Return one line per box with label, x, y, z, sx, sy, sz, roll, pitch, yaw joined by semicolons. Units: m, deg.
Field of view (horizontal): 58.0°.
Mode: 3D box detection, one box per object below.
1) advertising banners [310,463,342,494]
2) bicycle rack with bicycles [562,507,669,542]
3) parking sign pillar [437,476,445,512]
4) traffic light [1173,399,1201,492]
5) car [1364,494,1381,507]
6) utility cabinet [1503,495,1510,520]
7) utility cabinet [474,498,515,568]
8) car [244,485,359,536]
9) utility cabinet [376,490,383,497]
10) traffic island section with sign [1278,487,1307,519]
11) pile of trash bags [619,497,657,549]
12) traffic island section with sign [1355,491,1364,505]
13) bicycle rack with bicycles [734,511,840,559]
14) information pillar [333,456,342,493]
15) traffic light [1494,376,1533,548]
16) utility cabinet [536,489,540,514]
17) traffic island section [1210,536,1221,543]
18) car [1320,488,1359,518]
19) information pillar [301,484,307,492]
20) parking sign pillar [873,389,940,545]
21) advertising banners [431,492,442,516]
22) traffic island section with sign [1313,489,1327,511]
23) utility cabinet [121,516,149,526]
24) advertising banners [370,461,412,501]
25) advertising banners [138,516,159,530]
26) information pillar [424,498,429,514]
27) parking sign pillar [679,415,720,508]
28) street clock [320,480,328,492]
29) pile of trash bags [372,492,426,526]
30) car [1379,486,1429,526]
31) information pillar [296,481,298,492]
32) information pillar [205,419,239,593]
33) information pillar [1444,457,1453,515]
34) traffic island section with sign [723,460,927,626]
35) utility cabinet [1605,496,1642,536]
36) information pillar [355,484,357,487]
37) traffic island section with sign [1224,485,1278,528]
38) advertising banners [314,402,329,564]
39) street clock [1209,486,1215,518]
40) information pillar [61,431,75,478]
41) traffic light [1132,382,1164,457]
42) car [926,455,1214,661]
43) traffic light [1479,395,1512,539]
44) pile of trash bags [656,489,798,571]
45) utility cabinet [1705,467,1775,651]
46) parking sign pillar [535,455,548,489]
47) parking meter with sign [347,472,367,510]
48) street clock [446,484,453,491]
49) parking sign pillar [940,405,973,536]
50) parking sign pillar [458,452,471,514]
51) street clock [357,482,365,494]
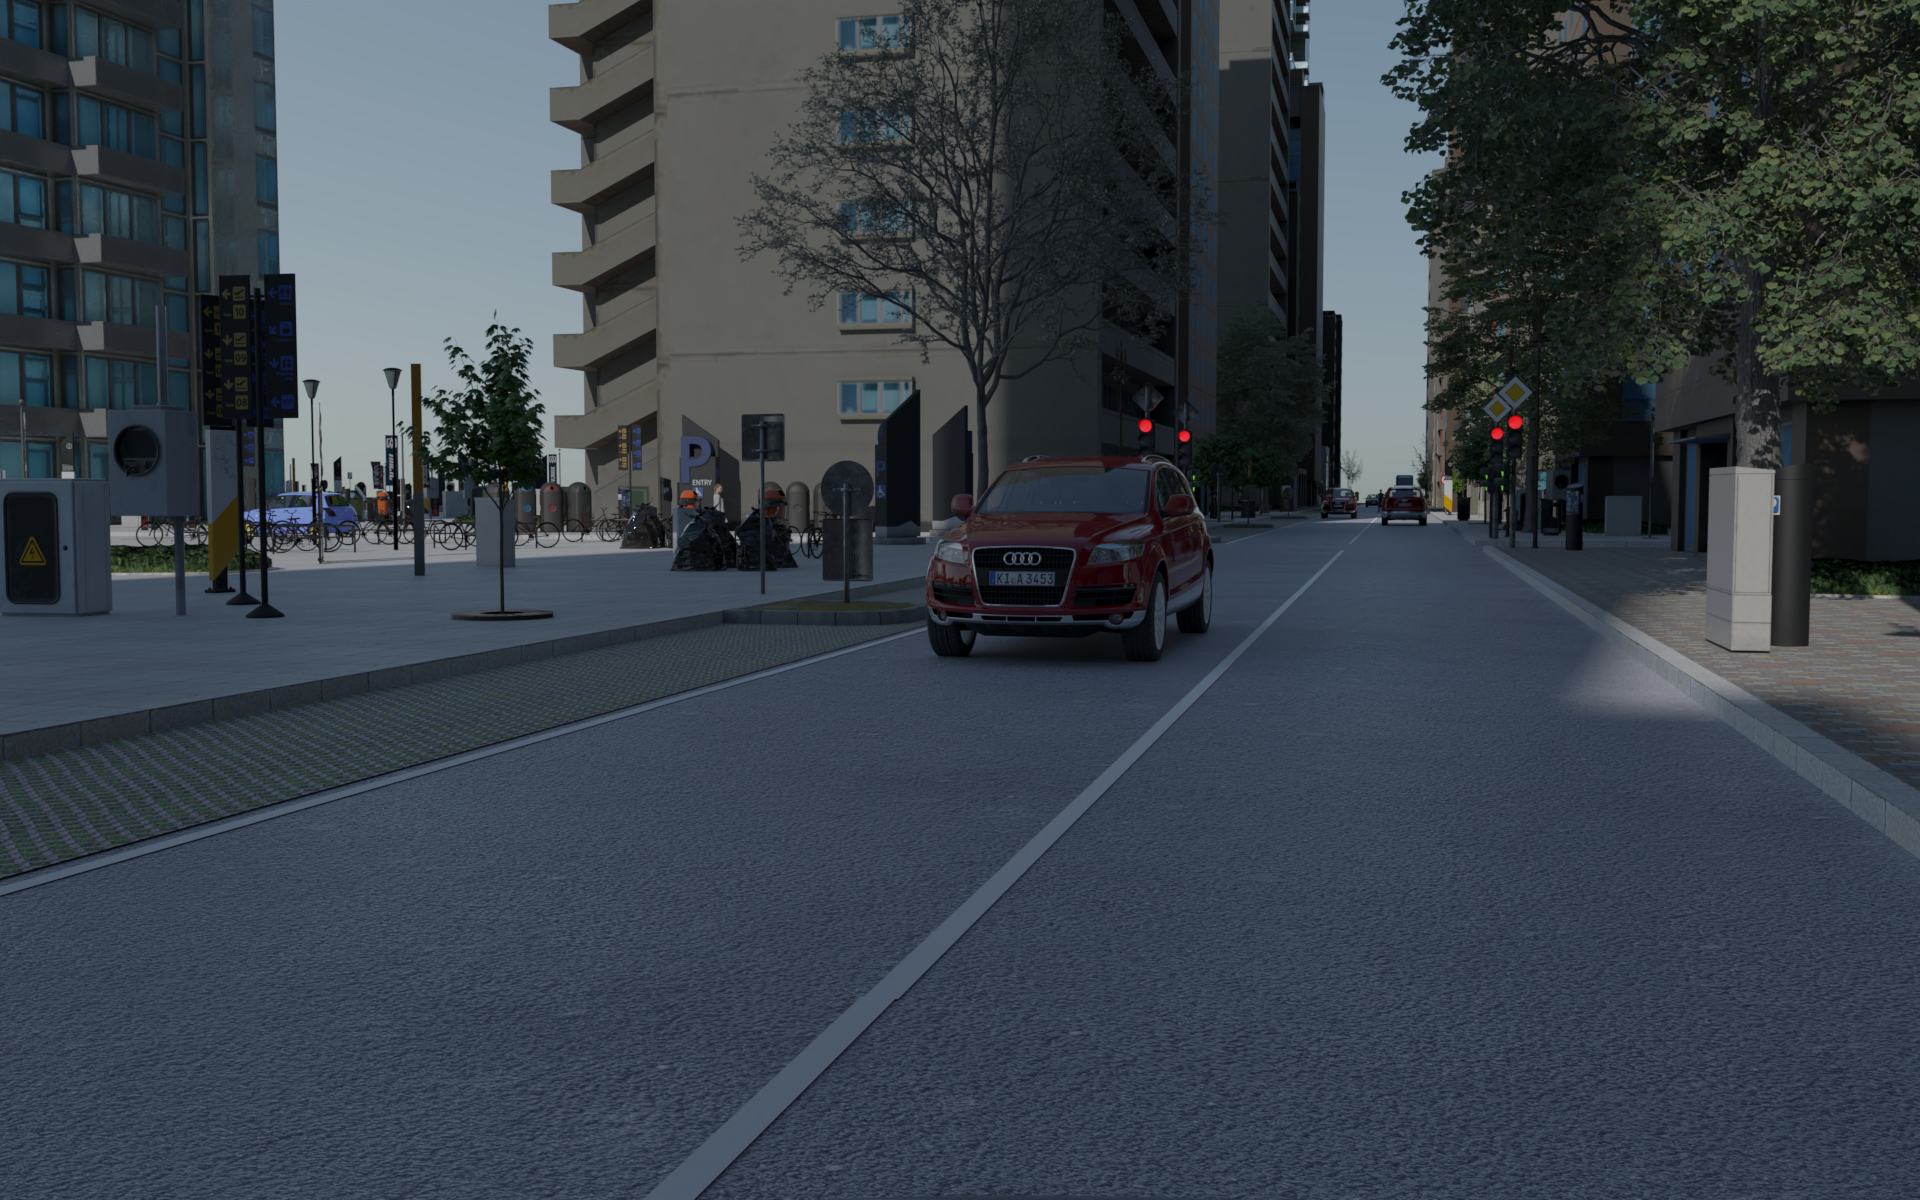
advertising banners;-35.750;-6.228;98.014;0.090;3.025;2.074;3;5;45
bicycle rack with bicycles;-9.004;-2.054;46.958;2.925;0.926;2.852;0;4;7
parking sign pillar;-37.144;-8.286;123.952;1.447;3.967;1.447;-1;4;-20
traffic light;6.686;-3.812;51.248;0.839;4.253;0.868;1;4;14
car;44.727;-10.854;187.244;2.009;1.686;4.222;1;4;14
utility cabinet;26.747;-4.480;84.404;0.306;1.237;1.020;0;4;3
utility cabinet;-8.206;-1.189;30.596;0.306;1.237;1.020;-3;5;-40
car;-20.455;-2.674;53.309;3.694;1.707;1.945;1;4;13
utility cabinet;-33.311;-5.549;99.403;0.318;1.500;1.173;-1;4;-22
traffic island section with sign;18.973;-5.569;99.689;1.989;1.847;2.006;1;4;14
pile of trash bags;-6.962;-1.972;42.000;1.912;1.369;3.447;0;4;7
traffic island section with sign;58.402;-15.037;254.489;1.989;1.847;2.006;1;4;14
bicycle rack with bicycles;-3.214;-1.372;35.818;2.852;0.926;2.925;2;4;28
information pillar;-37.920;-6.989;105.627;0.504;3.616;0.183;0;4;-4
traffic light;13.209;-3.208;41.369;0.839;4.253;0.868;1;4;14
utility cabinet;-18.798;-4.247;78.114;1.173;1.500;0.318;0;4;7
traffic island section;6.650;-1.781;51.392;2.009;0.180;2.903;1;4;14
car;22.702;-5.806;103.603;2.281;1.827;5.304;1;4;14
information pillar;-50.065;-7.812;132.214;0.304;2.012;0.304;0;4;-7
parking sign pillar;-1.587;-3.411;44.239;1.447;3.967;1.447;3;5;40
advertising banners;-30.252;-6.340;99.845;2.074;3.025;0.090;-3;5;-41
traffic island section with sign;31.084;-8.477;147.227;1.989;1.847;2.006;1;4;14
utility cabinet;-33.067;-3.564;69.436;1.020;1.237;0.306;0;4;6
advertising banners;-30.408;-5.897;92.601;2.074;3.025;0.090;-1;4;-21
advertising banners;-28.949;-3.991;61.439;0.090;3.025;2.074;0;4;-1
information pillar;-34.731;-7.410;112.514;0.504;3.616;0.183;1;4;16
parking sign pillar;-8.790;-4.282;58.487;1.447;3.967;1.447;1;4;13
street clock;-32.436;-5.125;88.362;0.358;2.002;0.471;0;4;4
pile of trash bags;-23.513;-3.807;71.994;1.912;1.369;3.447;0;4;-2
car;20.570;-4.378;80.256;2.281;1.827;5.304;1;4;14
information pillar;-37.898;-5.762;98.695;0.304;2.012;0.304;-2;4;-24
information pillar;-9.593;-1.906;22.510;0.183;3.616;0.504;2;4;25
information pillar;29.454;-6.913;104.385;0.504;3.616;0.183;2;4;27
traffic island section with sign;-1.416;-0.678;19.715;1.989;1.847;2.006;1;4;14
utility cabinet;20.188;-2.541;52.709;1.020;1.237;0.306;1;4;9
information pillar;-42.760;-7.254;123.099;0.304;2.012;0.304;-3;5;-41
traffic island section with sign;12.270;-3.963;73.420;1.989;1.847;2.006;1;4;14
advertising banners;-12.042;-2.227;32.605;0.090;3.025;2.074;-1;4;-18
street clock;13.276;-5.294;91.132;0.471;2.002;0.358;3;4;38
information pillar;-33.216;-4.478;64.568;0.504;3.616;0.183;0;4;4
traffic light;4.714;-3.339;43.509;0.839;4.253;0.868;1;4;14
car;1.201;-0.491;16.696;2.281;1.827;5.304;1;4;15
traffic light;15.181;-3.681;49.108;0.839;4.253;0.868;1;4;14
pile of trash bags;-3.706;-1.252;30.231;1.912;1.369;3.447;1;4;11
utility cabinet;6.516;-0.354;14.465;0.318;1.500;1.173;1;4;14
parking sign pillar;-28.925;-7.961;118.634;1.447;3.967;1.447;-3;5;-43
parking meter with sign;-47.783;-8.659;137.839;1.738;3.016;0.543;1;4;12
street clock;-37.320;-7.471;126.726;0.358;2.002;0.471;3;5;43
parking sign pillar;-0.221;-3.955;53.141;1.447;3.967;1.447;3;4;39
parking sign pillar;-29.826;-7.133;105.103;1.447;3.967;1.447;2;4;29
street clock;-35.149;-5.940;101.690;0.471;2.002;0.358;-1;4;-21
